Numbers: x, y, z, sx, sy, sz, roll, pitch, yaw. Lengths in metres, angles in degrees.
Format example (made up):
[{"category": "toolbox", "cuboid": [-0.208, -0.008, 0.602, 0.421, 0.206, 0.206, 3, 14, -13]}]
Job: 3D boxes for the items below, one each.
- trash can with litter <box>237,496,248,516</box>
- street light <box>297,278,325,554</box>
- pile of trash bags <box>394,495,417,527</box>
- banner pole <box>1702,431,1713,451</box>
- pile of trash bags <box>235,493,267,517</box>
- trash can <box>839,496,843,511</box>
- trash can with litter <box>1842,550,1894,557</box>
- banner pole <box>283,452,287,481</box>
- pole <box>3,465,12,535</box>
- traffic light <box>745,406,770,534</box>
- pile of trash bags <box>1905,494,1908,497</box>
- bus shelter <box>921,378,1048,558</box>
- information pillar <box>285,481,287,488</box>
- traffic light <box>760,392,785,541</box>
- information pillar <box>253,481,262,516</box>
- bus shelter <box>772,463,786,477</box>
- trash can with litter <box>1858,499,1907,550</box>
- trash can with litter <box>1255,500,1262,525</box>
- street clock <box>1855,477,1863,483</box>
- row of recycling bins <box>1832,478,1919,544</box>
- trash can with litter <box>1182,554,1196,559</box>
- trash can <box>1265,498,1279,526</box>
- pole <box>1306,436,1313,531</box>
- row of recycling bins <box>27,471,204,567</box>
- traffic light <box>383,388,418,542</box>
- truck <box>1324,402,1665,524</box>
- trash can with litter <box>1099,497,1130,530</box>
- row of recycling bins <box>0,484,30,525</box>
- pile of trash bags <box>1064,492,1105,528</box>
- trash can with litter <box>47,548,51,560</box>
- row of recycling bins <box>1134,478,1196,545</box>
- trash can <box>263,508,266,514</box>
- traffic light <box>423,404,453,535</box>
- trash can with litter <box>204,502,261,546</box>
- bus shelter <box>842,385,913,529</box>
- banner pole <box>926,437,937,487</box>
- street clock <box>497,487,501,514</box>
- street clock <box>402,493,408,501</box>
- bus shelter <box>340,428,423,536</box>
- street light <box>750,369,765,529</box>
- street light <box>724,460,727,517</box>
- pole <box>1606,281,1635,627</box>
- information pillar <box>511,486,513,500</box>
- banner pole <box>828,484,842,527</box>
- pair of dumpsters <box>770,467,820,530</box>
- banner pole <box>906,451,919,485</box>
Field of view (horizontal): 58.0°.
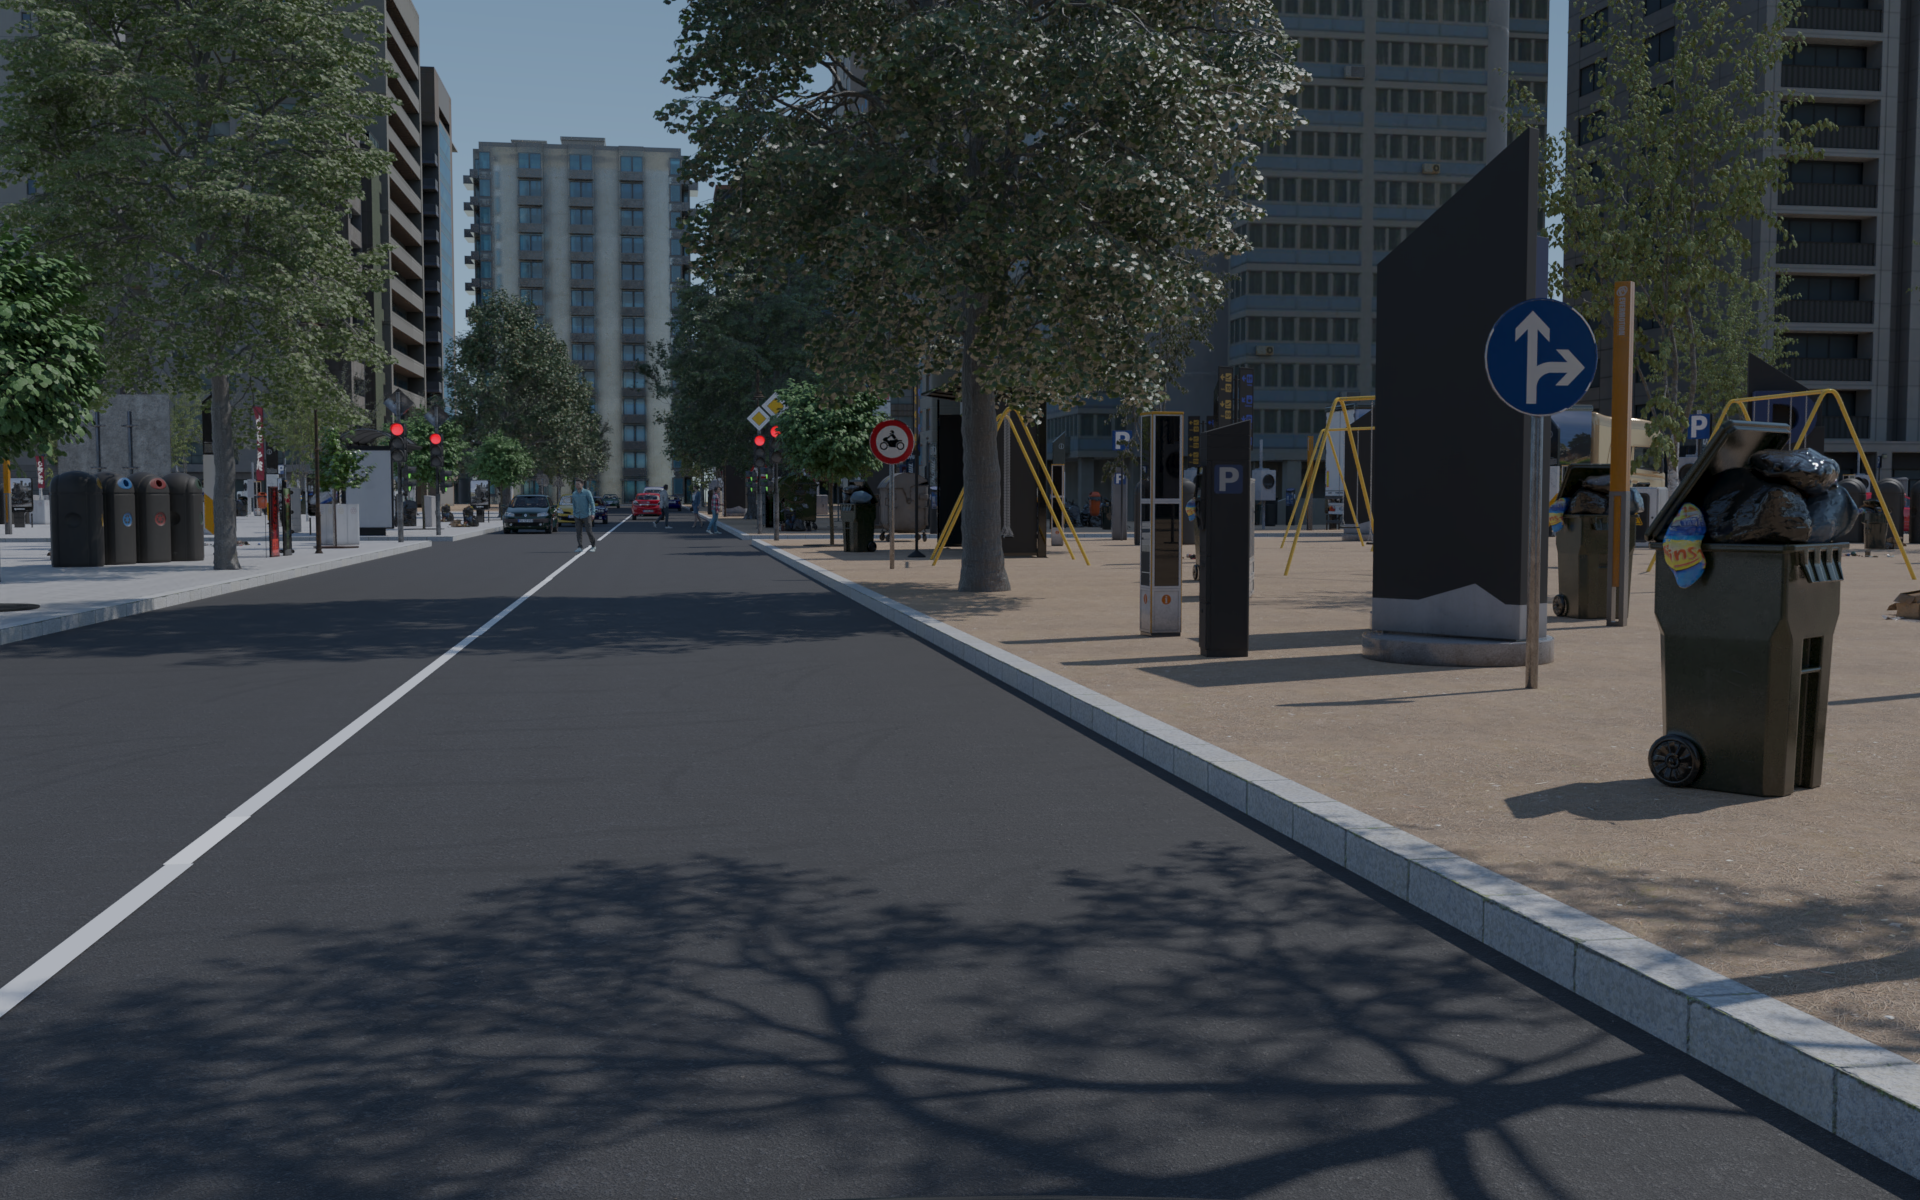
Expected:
[{"category": "trash can with litter", "cuboid": [-42.026, -5.509, 101.463, 0.624, 1.170, 1.055, -1, 4, -21]}, {"category": "street light", "cuboid": [-13.824, -3.938, 37.167, 0.468, 5.910, 1.993, -1, 4, -10]}, {"category": "pile of trash bags", "cuboid": [-22.471, -3.593, 68.493, 1.912, 1.369, 3.447, -1, 4, -14]}, {"category": "banner pole", "cuboid": [25.955, -4.310, 60.489, 0.401, 3.779, 0.863, -2, 4, -35]}, {"category": "pile of trash bags", "cuboid": [-41.282, -5.450, 98.853, 3.447, 1.369, 1.912, -3, 5, -40]}, {"category": "trash can", "cuboid": [-8.433, -6.990, 125.933, 0.748, 1.137, 0.748, 0, 3, 0]}, {"category": "trash can with litter", "cuboid": [17.928, -1.500, 35.582, 2.233, 1.210, 1.678, 2, 4, 34]}, {"category": "banner pole", "cuboid": [-39.339, -6.787, 100.982, 0.401, 3.779, 0.863, -2, 4, -31]}, {"category": "pole", "cuboid": [-30.180, -3.731, 54.845, 0.158, 3.312, 0.155, 0, 3, 0]}, {"category": "traffic light", "cuboid": [-6.446, -4.071, 55.487, 0.839, 4.253, 0.868, -1, 4, -10]}, {"category": "pile of trash bags", "cuboid": [36.772, -3.507, 67.095, 1.912, 1.369, 3.447, 3, 5, 41]}, {"category": "bus shelter", "cuboid": [0.468, -2.835, 37.627, 1.731, 3.624, 6.357, -1, 4, -10]}, {"category": "information pillar", "cuboid": [-36.910, -5.505, 94.497, 0.304, 2.012, 0.304, 0, 4, 4]}, {"category": "traffic light", "cuboid": [-5.078, -3.590, 47.619, 0.839, 4.253, 0.868, -1, 4, -10]}, {"category": "information pillar", "cuboid": [-40.991, -5.907, 101.066, 0.304, 2.012, 0.304, 2, 4, 33]}, {"category": "bus shelter", "cuboid": [-11.005, -8.001, 108.449, 2.179, 5.291, 8.768, -1, 4, -10]}, {"category": "trash can with litter", "cuboid": [21.419, -1.765, 40.240, 1.055, 1.170, 0.624, -1, 4, -20]}, {"category": "trash can with litter", "cuboid": [11.960, -3.631, 70.749, 0.624, 1.170, 1.055, 3, 4, 38]}, {"category": "street clock", "cuboid": [37.669, -4.175, 72.835, 0.471, 2.002, 0.358, 0, 4, -6]}, {"category": "row of recycling bins", "cuboid": [23.886, -2.346, 45.476, 3.534, 1.692, 1.069, 2, 4, 29]}, {"category": "trash can with litter", "cuboid": [4.884, -1.432, 34.467, 2.233, 1.210, 1.678, -1, 4, -12]}, {"category": "trash can", "cuboid": [12.334, -3.503, 68.934, 0.748, 1.137, 0.748, 0, 3, 0]}, {"category": "pole", "cuboid": [12.304, -4.101, 60.889, 0.158, 3.312, 0.155, 0, 3, 0]}, {"category": "row of recycling bins", "cuboid": [-15.342, -1.517, 31.916, 1.069, 1.692, 3.534, 1, 4, 13]}, {"category": "traffic light", "cuboid": [-14.841, -3.486, 45.912, 0.839, 4.253, 0.868, -1, 4, -10]}, {"category": "truck", "cuboid": [17.341, -4.043, 55.013, 11.283, 4.237, 2.839, -1, 4, -10]}, {"category": "trash can with litter", "cuboid": [5.569, -3.108, 62.204, 1.055, 1.170, 0.624, 0, 4, -6]}, {"category": "row of recycling bins", "cuboid": [-40.588, -4.021, 72.854, 1.069, 1.692, 3.534, 1, 4, 12]}, {"category": "pile of trash bags", "cuboid": [4.884, -3.490, 66.816, 1.912, 1.369, 3.447, -1, 4, -9]}, {"category": "trash can with litter", "cuboid": [-17.454, -1.368, 33.754, 1.055, 1.170, 0.624, 2, 4, 33]}, {"category": "row of recycling bins", "cuboid": [5.990, -2.273, 44.272, 3.534, 1.692, 1.069, -2, 4, -33]}, {"category": "trash can", "cuboid": [-43.053, -5.882, 107.823, 0.748, 1.137, 0.748, 0, 3, 0]}, {"category": "traffic light", "cuboid": [-16.209, -3.967, 53.780, 0.839, 4.253, 0.868, -1, 4, -10]}, {"category": "trash can with litter", "cuboid": [-18.289, -1.954, 43.013, 1.678, 1.210, 2.233, -1, 4, -13]}, {"category": "bus shelter", "cuboid": [-3.175, -5.144, 61.739, 2.179, 5.291, 8.768, -1, 4, -10]}, {"category": "banner pole", "cuboid": [-1.270, -5.232, 75.566, 0.401, 3.779, 0.863, -3, 5, -40]}, {"category": "street clock", "cuboid": [-27.915, -6.161, 105.296, 0.358, 2.002, 0.471, 2, 4, 31]}, {"category": "street clock", "cuboid": [-24.938, -4.490, 77.976, 0.471, 2.002, 0.358, 2, 4, 34]}, {"category": "bus shelter", "cuboid": [-18.683, -3.781, 55.741, 2.014, 3.302, 5.546, -1, 4, -10]}, {"category": "street light", "cuboid": [-7.471, -5.585, 64.095, 0.468, 5.910, 1.993, -1, 4, -10]}, {"category": "street light", "cuboid": [-13.152, -7.587, 96.843, 0.468, 5.910, 1.993, -1, 4, -10]}, {"category": "pole", "cuboid": [6.386, -1.400, 16.740, 0.158, 3.312, 0.155, 0, 3, 0]}, {"category": "information pillar", "cuboid": [-28.136, -7.179, 108.735, 0.183, 3.616, 0.504, 0, 4, -5]}, {"category": "banner pole", "cuboid": [-4.889, -4.684, 66.592, 0.401, 3.779, 0.863, -1, 4, -10]}, {"category": "pair of dumpsters", "cuboid": [-6.040, -3.731, 63.491, 1.574, 2.255, 4.437, -1, 4, -10]}, {"category": "banner pole", "cuboid": [-2.270, -5.831, 85.361, 0.863, 3.779, 0.401, 1, 4, 11]}]
